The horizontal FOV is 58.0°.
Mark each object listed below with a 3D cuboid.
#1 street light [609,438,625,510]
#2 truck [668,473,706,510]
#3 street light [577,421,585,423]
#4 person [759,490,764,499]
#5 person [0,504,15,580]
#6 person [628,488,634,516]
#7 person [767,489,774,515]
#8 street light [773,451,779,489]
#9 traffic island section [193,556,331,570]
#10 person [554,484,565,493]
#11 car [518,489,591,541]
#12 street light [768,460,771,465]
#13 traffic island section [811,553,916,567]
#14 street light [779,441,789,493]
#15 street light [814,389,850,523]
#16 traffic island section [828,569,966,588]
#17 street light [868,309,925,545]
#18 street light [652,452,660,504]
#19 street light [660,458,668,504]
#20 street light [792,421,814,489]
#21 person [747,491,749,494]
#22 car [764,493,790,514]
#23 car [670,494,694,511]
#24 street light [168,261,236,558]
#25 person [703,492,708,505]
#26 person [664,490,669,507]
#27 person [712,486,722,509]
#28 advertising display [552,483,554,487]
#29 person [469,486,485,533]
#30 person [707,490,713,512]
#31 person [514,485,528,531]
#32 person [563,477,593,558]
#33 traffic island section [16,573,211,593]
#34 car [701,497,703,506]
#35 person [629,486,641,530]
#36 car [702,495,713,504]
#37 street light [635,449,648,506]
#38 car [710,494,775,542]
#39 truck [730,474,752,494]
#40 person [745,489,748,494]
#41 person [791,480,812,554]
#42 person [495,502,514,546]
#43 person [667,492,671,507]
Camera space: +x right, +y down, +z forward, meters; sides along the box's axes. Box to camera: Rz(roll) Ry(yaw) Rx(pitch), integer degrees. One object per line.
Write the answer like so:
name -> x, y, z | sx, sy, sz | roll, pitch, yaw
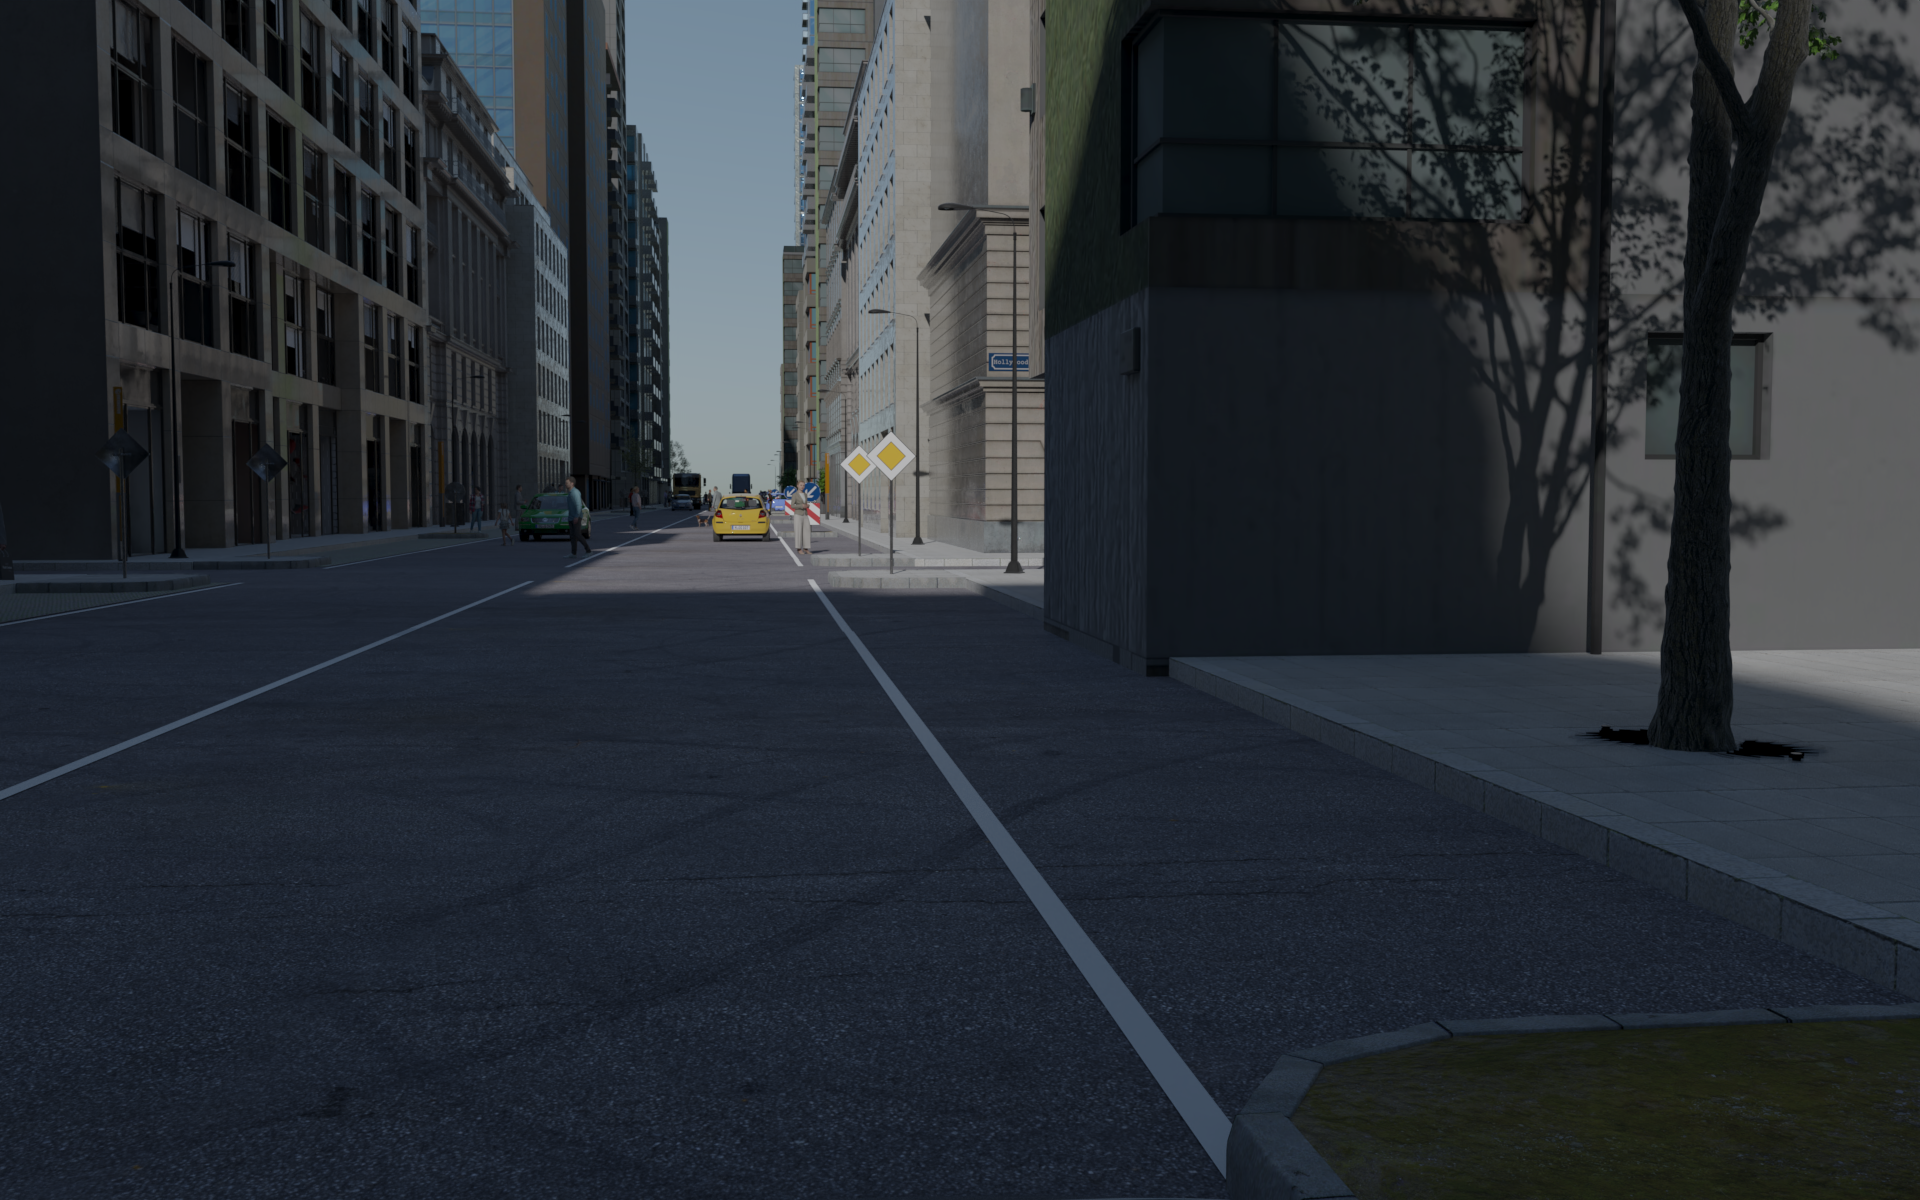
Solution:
street light -> -28.504, -10.483, 143.933 | 1.470, 5.913, 1.316 | 0, 4, -7
truck -> -25.341, -10.084, 160.797 | 3.469, 3.379, 9.791 | -1, 4, -9
street light -> -24.441, -8.399, 109.862 | 1.470, 5.913, 1.316 | 0, 4, -7
person -> -21.357, -10.882, 186.285 | 0.599, 1.838, 0.709 | 2, 4, 27
person -> -10.495, -0.607, 18.611 | 0.709, 1.800, 0.728 | -1, 4, -11
person -> -21.092, -6.308, 111.573 | 0.705, 1.831, 1.348 | 1, 4, 15
person -> -12.672, -6.571, 116.465 | 0.721, 1.766, 1.217 | -1, 4, -14
street light -> -19.052, -13.077, 186.350 | 1.470, 5.913, 1.316 | 0, 4, -7
traffic island section -> -13.704, -0.734, 34.289 | 2.009, 0.180, 2.903 | 0, 4, -7
person -> -16.692, -3.916, 72.394 | 0.638, 1.841, 0.748 | 0, 4, 4
car -> -12.593, -2.760, 53.919 | 1.959, 1.807, 4.718 | 0, 4, -5
street light -> -25.074, -16.092, 235.651 | 1.470, 5.913, 1.316 | 0, 4, -7
traffic island section -> -2.048, -0.821, 35.705 | 2.009, 0.180, 2.903 | 0, 4, -7
street light -> -14.937, -11.024, 152.787 | 1.470, 5.913, 1.316 | 0, 4, -7
street light -> -5.611, -6.382, 76.887 | 1.470, 5.913, 1.316 | 0, 4, -7
traffic island section -> -1.078, -0.336, 27.779 | 2.009, 0.180, 2.903 | 0, 4, -7
street light -> -1.607, -4.349, 43.648 | 1.470, 5.913, 1.316 | 0, 4, -7
street light -> -34.472, -13.447, 192.402 | 1.470, 5.913, 1.316 | 0, 4, -7
street light -> -38.575, -15.479, 225.628 | 1.470, 5.913, 1.316 | 0, 4, -7
street light -> -9.825, -8.429, 110.349 | 1.470, 5.913, 1.316 | 0, 4, -7
person -> -22.192, -10.494, 180.809 | 0.721, 1.736, 1.217 | 2, 4, 35
car -> -13.173, -7.081, 125.368 | 1.945, 1.707, 3.694 | 0, 4, -8
car -> -23.788, -8.328, 148.158 | 2.014, 1.417, 4.499 | -1, 4, -9
street light -> -15.106, -3.792, 34.547 | 1.470, 5.913, 1.316 | 0, 4, -7
person -> -33.488, -13.400, 228.147 | 0.990, 1.755, 0.434 | 2, 4, 28
person -> -31.113, -10.732, 183.832 | 0.599, 1.838, 0.709 | 0, 4, 5
person -> -11.639, -4.548, 82.958 | 0.391, 1.810, 0.635 | 1, 4, 17
advertising display -> -22.899, -5.642, 97.457 | 0.123, 1.923, 0.974 | -1, 4, -15
person -> -17.641, -3.298, 63.261 | 0.563, 1.720, 0.643 | -2, 4, -27
person -> -20.486, -8.165, 142.128 | 0.705, 1.807, 1.348 | 1, 4, 13
person -> -17.009, -3.575, 67.147 | 0.583, 1.804, 0.606 | -1, 4, -18
person -> -8.562, -1.852, 38.792 | 0.620, 1.820, 0.660 | -2, 4, -32
traffic island section -> -12.734, -0.250, 26.363 | 2.009, 0.180, 2.903 | 0, 4, -7
car -> -32.180, -12.116, 209.896 | 2.131, 1.459, 4.920 | 0, 4, -7
person -> -12.838, -3.626, 68.463 | 0.731, 1.740, 0.598 | 3, 4, 39
car -> -35.552, -14.288, 245.972 | 2.083, 1.381, 4.827 | 0, 4, -5
street light -> -32.617, -12.515, 177.158 | 1.470, 5.913, 1.316 | 0, 4, -7
car -> -6.694, -2.631, 53.243 | 2.015, 1.641, 3.980 | 0, 4, -6
truck -> -27.874, -14.162, 221.308 | 2.967, 4.110, 18.799 | 0, 4, -8
person -> -16.506, -7.645, 133.455 | 0.705, 1.831, 1.348 | -2, 4, -27
person -> -3.757, -1.966, 41.197 | 0.519, 1.759, 0.362 | -3, 5, -43
person -> -12.635, -2.110, 48.008 | 0.382, 1.210, 0.505 | 3, 5, 40
person -> -33.167, -11.481, 197.006 | 0.721, 1.735, 1.217 | -3, 4, -36
